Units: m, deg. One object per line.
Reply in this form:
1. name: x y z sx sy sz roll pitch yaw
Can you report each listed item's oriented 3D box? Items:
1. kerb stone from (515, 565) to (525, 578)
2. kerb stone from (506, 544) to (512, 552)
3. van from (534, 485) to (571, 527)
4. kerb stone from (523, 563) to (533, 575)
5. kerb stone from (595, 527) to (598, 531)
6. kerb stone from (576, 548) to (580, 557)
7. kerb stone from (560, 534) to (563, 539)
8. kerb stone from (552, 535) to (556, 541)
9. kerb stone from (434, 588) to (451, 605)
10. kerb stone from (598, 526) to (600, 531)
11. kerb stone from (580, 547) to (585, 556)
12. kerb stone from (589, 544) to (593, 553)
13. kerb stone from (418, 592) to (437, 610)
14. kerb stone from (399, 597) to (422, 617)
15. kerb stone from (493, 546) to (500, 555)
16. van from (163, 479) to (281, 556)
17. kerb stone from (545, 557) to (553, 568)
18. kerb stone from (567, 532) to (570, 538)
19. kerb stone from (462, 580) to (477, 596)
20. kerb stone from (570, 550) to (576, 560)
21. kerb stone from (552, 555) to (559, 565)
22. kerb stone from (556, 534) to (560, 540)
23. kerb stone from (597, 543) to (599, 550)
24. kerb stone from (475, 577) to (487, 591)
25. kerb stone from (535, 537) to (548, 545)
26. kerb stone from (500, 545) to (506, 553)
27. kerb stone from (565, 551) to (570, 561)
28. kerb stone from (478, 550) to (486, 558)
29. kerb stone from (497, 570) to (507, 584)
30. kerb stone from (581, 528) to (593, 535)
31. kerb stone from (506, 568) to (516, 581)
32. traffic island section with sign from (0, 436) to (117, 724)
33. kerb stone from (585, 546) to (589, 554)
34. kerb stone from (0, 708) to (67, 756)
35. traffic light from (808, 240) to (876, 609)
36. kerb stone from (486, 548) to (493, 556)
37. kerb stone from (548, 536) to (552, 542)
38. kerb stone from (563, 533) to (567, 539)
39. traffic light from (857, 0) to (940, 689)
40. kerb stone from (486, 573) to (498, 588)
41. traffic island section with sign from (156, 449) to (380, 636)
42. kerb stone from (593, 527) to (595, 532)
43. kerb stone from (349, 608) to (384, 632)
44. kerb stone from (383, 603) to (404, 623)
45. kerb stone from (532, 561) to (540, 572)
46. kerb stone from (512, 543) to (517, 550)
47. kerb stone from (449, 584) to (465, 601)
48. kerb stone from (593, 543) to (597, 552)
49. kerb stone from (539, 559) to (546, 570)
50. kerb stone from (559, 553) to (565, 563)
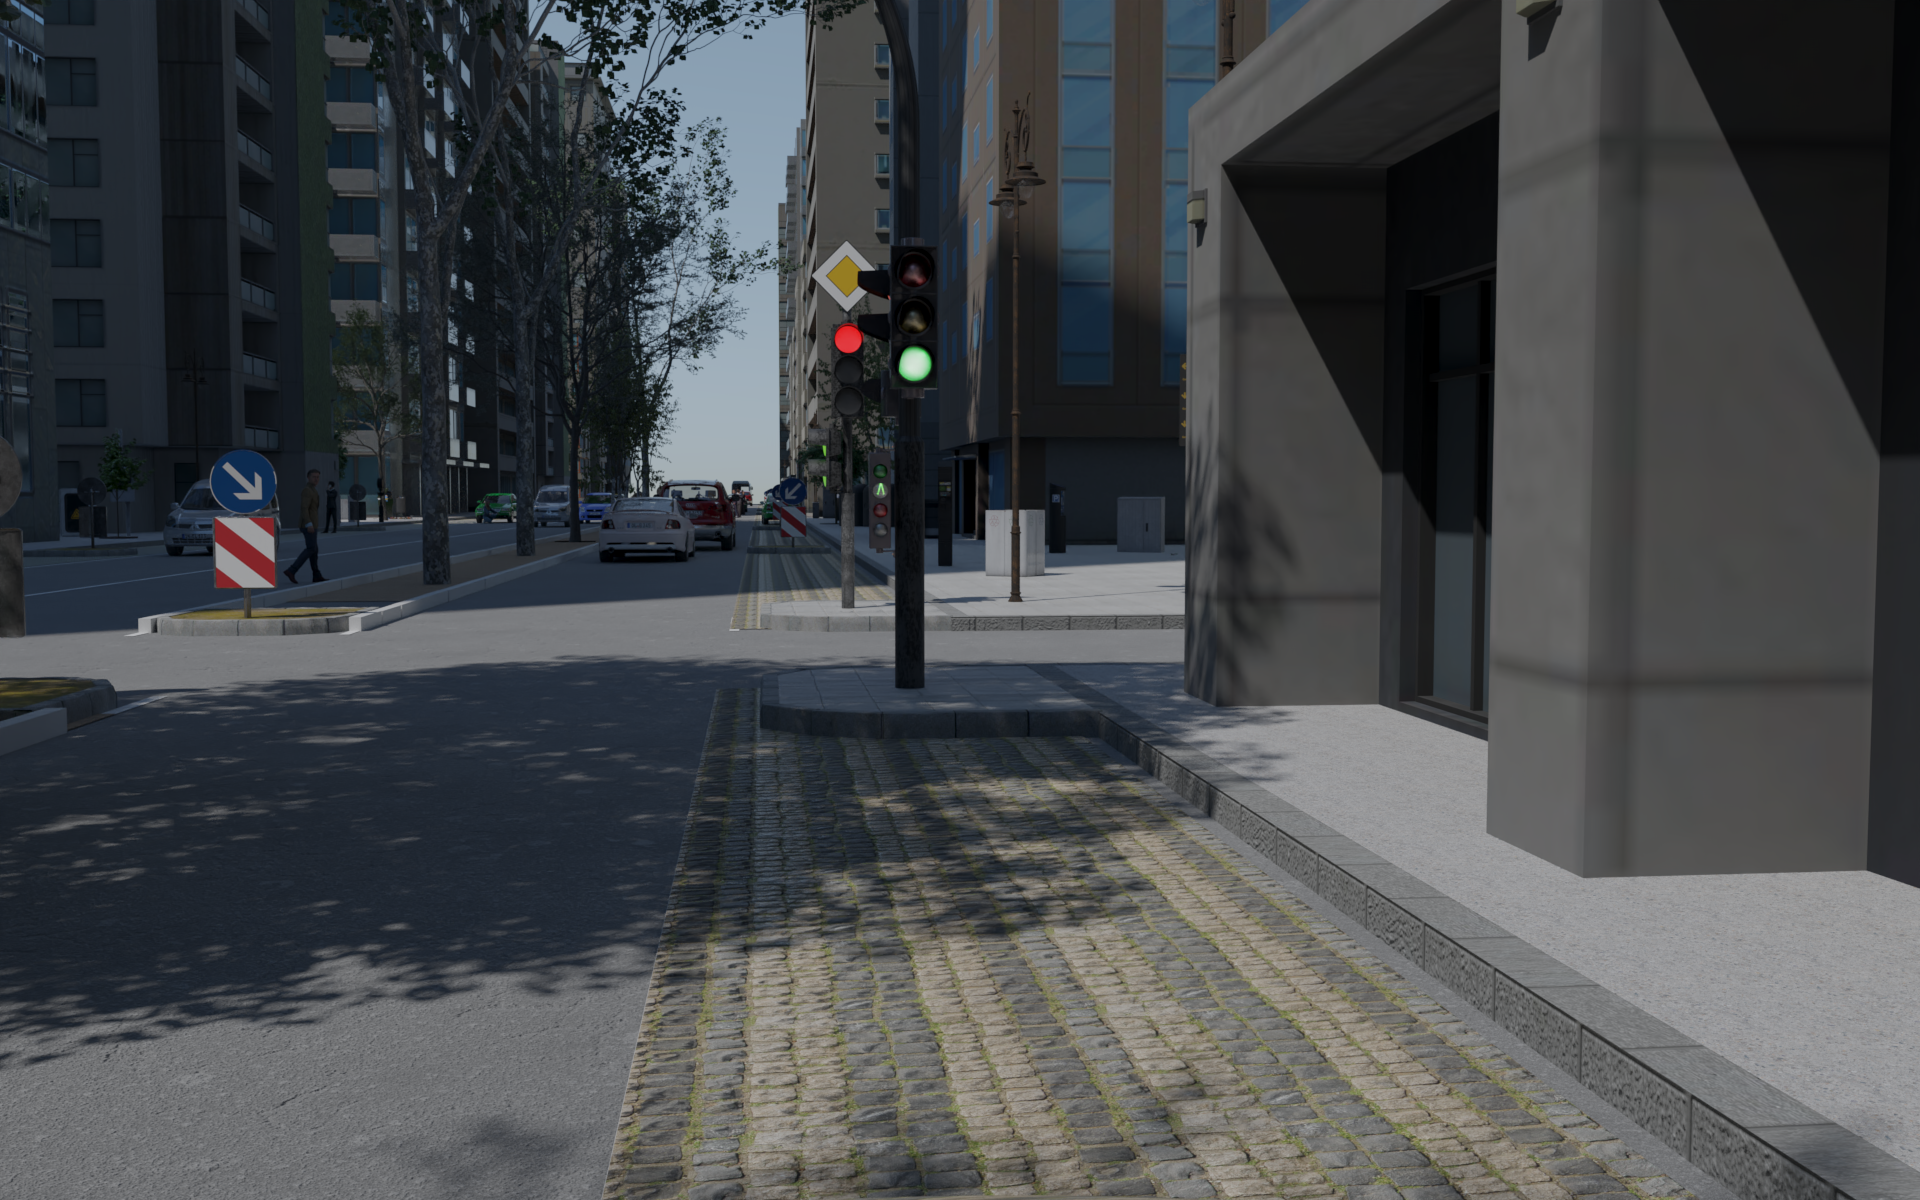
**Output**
1. kerb stone: -7.652 -0.460 29.747 0.120 0.150 1.000 0 4 -7
2. kerb stone: -11.268 -1.258 42.769 0.120 0.150 1.000 0 4 -7
3. van: -17.767 -4.220 76.006 2.013 2.044 4.112 0 4 -5
4. kerb stone: -7.768 -0.525 30.779 0.120 0.150 1.000 0 4 -7
5. kerb stone: -13.848 -2.630 65.193 0.120 0.150 1.000 0 4 -7
6. kerb stone: -8.712 -1.023 38.927 0.120 0.150 1.000 0 4 -7
7. kerb stone: -12.559 -1.943 53.994 0.120 0.150 1.000 0 4 -7
8. kerb stone: -12.314 -1.821 51.962 0.120 0.150 1.000 0 4 -7
9. kerb stone: -6.835 -0.026 22.613 0.120 0.150 1.000 0 4 -7
10. kerb stone: -13.964 -2.692 66.209 0.120 0.150 1.000 0 4 -7
11. kerb stone: -8.826 -1.084 39.942 0.120 0.150 1.000 0 4 -7
12. kerb stone: -9.063 -1.211 41.987 0.120 0.150 1.000 0 4 -7
13. kerb stone: -6.710 0.037 21.595 0.120 0.150 1.000 0 4 -7
14. kerb stone: -6.586 0.099 20.573 0.120 0.150 1.000 0 4 -7
15. kerb stone: -11.020 -1.126 40.718 0.120 0.150 1.000 0 4 -7
16. van: -17.685 -2.115 41.584 2.013 2.044 4.112 0 4 -5
17. kerb stone: -8.118 -0.712 33.844 0.120 0.150 1.000 0 4 -7
18. kerb stone: -12.789 -2.064 56.026 0.120 0.150 1.000 0 4 -7
19. kerb stone: -7.062 -0.150 24.652 0.120 0.150 1.000 0 4 -7
20. kerb stone: -8.585 -0.961 37.909 0.120 0.150 1.000 0 4 -7
21. kerb stone: -8.236 -0.775 34.859 0.120 0.150 1.000 0 4 -7
22. kerb stone: -12.430 -1.883 52.980 0.120 0.150 1.000 0 4 -7
23. kerb stone: -9.291 -1.335 44.021 0.120 0.150 1.000 0 4 -7
24. kerb stone: -7.183 -0.212 25.668 0.120 0.150 1.000 0 4 -7
25. kerb stone: -12.085 -1.694 49.927 0.120 0.150 1.000 0 4 -7
26. kerb stone: -11.141 -1.195 41.739 0.120 0.150 1.000 0 4 -7
27. kerb stone: -8.472 -0.899 36.892 0.120 0.150 1.000 0 4 -7
28. kerb stone: -10.791 -1.008 38.678 0.120 0.150 1.000 0 4 -7
29. kerb stone: -7.415 -0.336 27.704 0.120 0.150 1.000 0 4 -7
30. kerb stone: -13.602 -2.505 63.157 0.120 0.150 1.000 0 4 -7
31. kerb stone: -7.533 -0.400 28.729 0.120 0.150 1.000 0 4 -7
32. traffic island section with sign: -6.572 -0.178 11.044 2.006 1.907 1.989 0 4 -7
33. kerb stone: -8.938 -1.148 40.973 0.120 0.150 1.000 0 4 -7
34. kerb stone: -5.363 0.753 9.892 0.120 0.150 1.000 0 4 -7
35. traffic light: -1.275 -1.860 19.335 0.839 4.253 0.868 0 4 -7
36. kerb stone: -10.908 -1.062 39.702 0.120 0.150 1.000 0 4 -7
37. kerb stone: -12.201 -1.750 50.947 0.120 0.150 1.000 0 4 -7
38. kerb stone: -12.672 -2.007 55.010 0.120 0.150 1.000 0 4 -7
39. traffic light: -2.430 -2.224 11.023 4.771 5.953 1.251 0 4 -7
40. kerb stone: -7.291 -0.275 26.685 0.120 0.150 1.000 0 4 -7
41. traffic island section with sign: -7.410 -0.628 18.404 2.006 1.907 1.989 0 4 -7
42. kerb stone: -13.728 -2.568 64.179 0.120 0.150 1.000 0 4 -7
43. kerb stone: -6.361 0.224 18.541 0.120 0.150 1.000 0 4 -7
44. kerb stone: -6.476 0.166 19.557 0.120 0.150 1.000 0 4 -7
45. kerb stone: -7.885 -0.587 31.800 0.120 0.150 1.000 0 4 -7
46. kerb stone: -11.378 -1.321 43.796 0.120 0.150 1.000 0 4 -7
47. kerb stone: -6.942 -0.088 23.632 0.120 0.150 1.000 0 4 -7
48. kerb stone: -9.175 -1.273 43.004 0.120 0.150 1.000 0 4 -7
49. kerb stone: -8.009 -0.649 32.815 0.120 0.150 1.000 0 4 -7
50. kerb stone: -8.354 -0.837 35.875 0.120 0.150 1.000 0 4 -7
